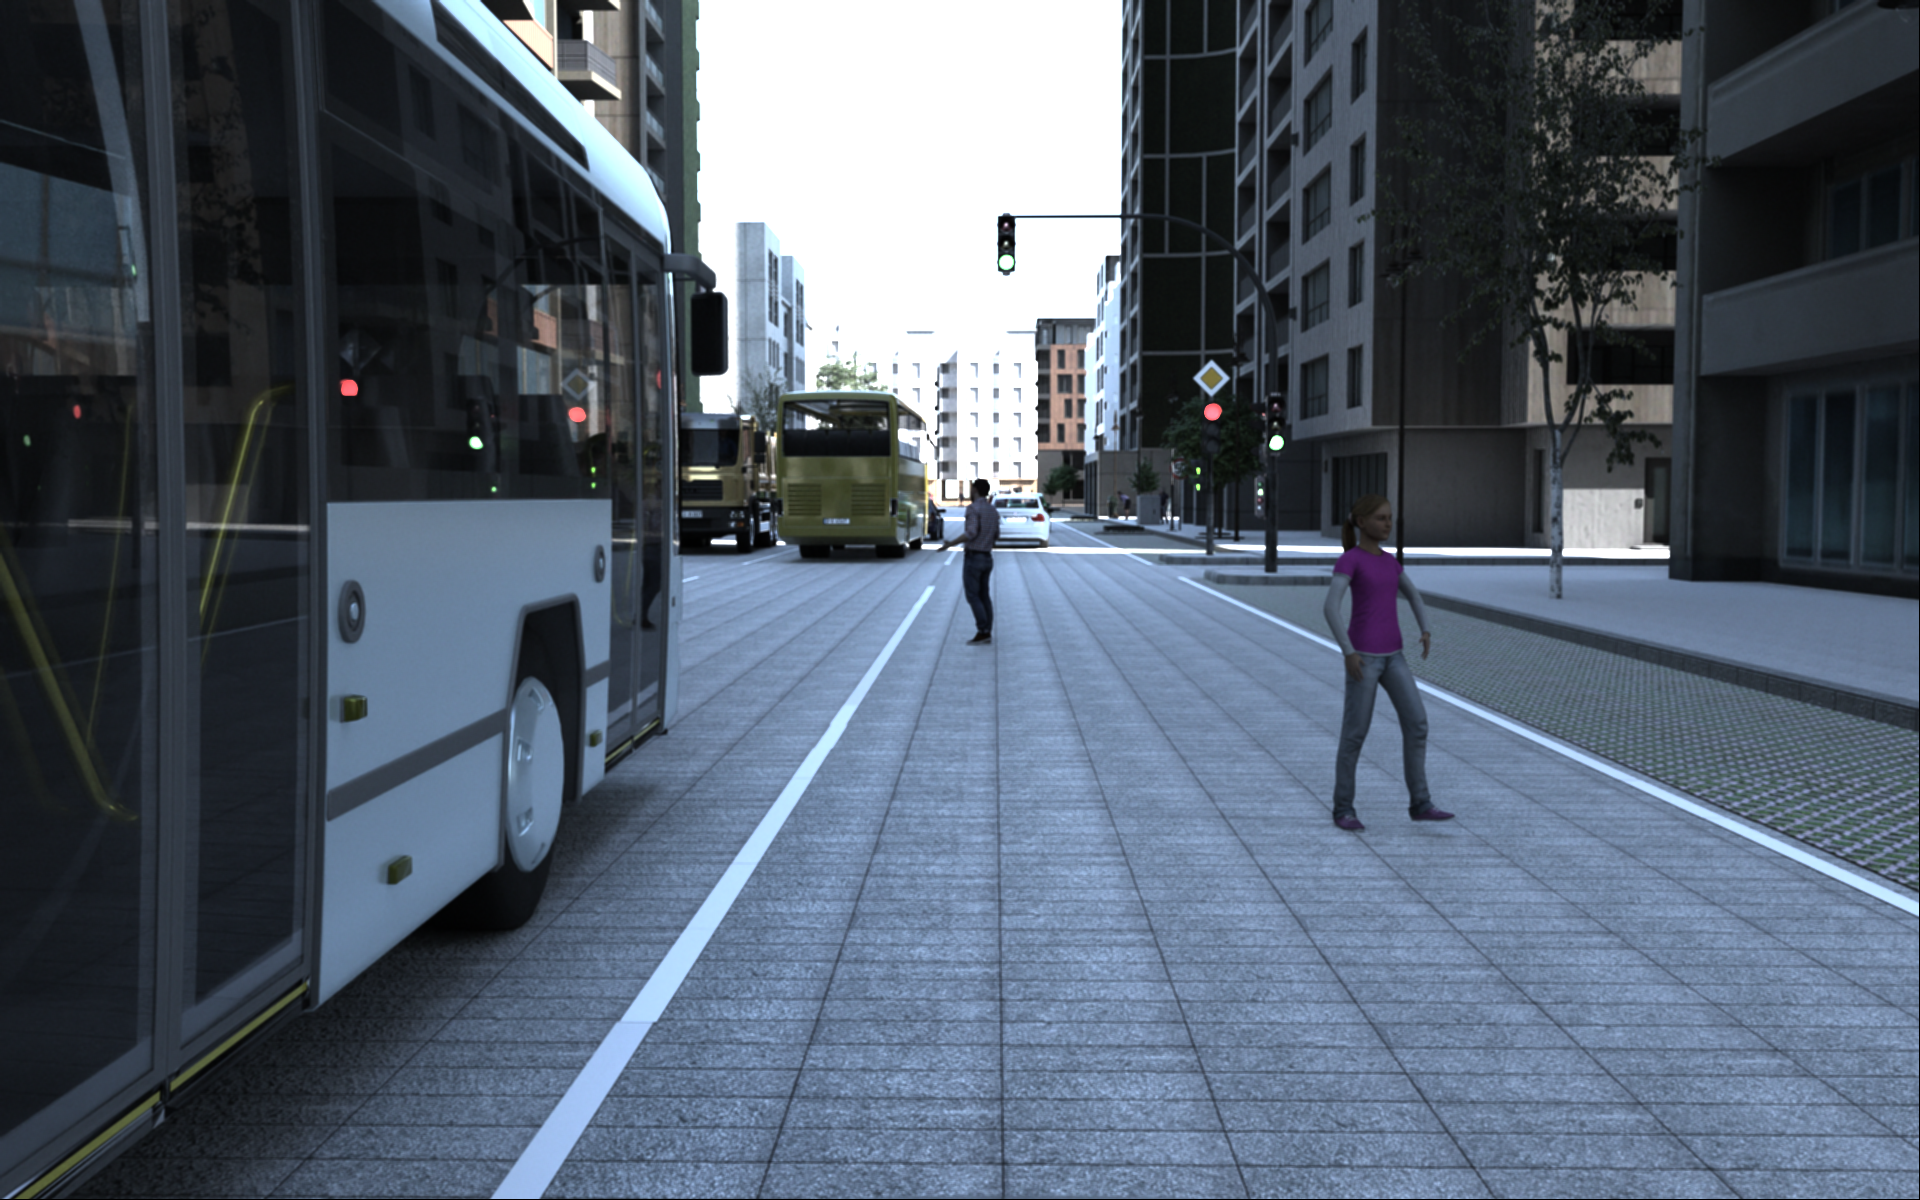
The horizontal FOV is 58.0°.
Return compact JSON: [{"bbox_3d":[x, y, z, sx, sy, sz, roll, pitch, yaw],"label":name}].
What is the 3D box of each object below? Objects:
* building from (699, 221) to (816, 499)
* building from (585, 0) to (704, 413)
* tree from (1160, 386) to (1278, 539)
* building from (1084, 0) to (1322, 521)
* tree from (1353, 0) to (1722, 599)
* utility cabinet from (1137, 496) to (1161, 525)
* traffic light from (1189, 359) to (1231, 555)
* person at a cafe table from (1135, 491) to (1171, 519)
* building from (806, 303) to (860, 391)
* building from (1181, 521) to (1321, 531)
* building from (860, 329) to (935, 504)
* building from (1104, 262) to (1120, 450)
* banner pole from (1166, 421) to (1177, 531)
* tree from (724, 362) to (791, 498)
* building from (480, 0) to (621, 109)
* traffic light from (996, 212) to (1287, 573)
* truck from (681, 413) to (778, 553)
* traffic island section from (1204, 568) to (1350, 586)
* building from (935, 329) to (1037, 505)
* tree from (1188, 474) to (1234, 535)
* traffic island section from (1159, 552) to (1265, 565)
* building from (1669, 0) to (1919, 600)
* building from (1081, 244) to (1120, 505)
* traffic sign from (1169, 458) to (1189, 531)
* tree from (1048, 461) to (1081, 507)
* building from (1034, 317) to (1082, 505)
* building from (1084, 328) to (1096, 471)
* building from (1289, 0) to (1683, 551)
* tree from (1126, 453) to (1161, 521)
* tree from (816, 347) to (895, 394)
[{"bbox_3d":[-20.666,-16.018,128.346,16.747,18.905,31.486,0,4,1],"label":"building"},{"bbox_3d":[-20.293,-24.313,81.118,14.154,41.232,14.086,0,4,1],"label":"building"},{"bbox_3d":[7.481,-4.057,50.049,4.285,4.588,4.351,0,3,0],"label":"tree"},{"bbox_3d":[18.045,-40.443,99.497,20.563,71.187,20.611,0,4,1],"label":"building"},{"bbox_3d":[7.146,-4.314,20.900,4.360,8.622,3.978,0,3,0],"label":"tree"},{"bbox_3d":[7.845,-3.719,71.970,1.020,1.237,0.306,-2,4,-27],"label":"utility cabinet"},{"bbox_3d":[5.221,-2.893,36.225,0.839,4.253,0.868,0,4,1],"label":"traffic light"},{"bbox_3d":[10.125,-4.950,89.443,1.622,1.524,1.698,2,4,28],"label":"person at a cafe table"},{"bbox_3d":[-16.890,-19.648,177.666,11.380,20.091,16.016,0,4,1],"label":"building"},{"bbox_3d":[19.643,-38.208,62.959,20.563,71.187,20.611,0,4,1],"label":"building"},{"bbox_3d":[-8.300,-21.331,205.184,11.380,20.091,16.016,0,4,1],"label":"building"},{"bbox_3d":[19.476,-17.091,135.858,16.016,20.091,11.380,0,4,1],"label":"building"},{"bbox_3d":[7.288,-4.249,59.488,0.401,3.779,0.863,0,4,5],"label":"banner pole"},{"bbox_3d":[-10.935,-8.879,95.532,4.360,8.622,3.978,0,3,0],"label":"tree"},{"bbox_3d":[-22.784,-24.282,51.632,22.147,44.769,28.867,0,4,1],"label":"building"},{"bbox_3d":[2.969,-3.271,28.142,4.771,5.953,1.251,0,4,1],"label":"traffic light"},{"bbox_3d":[-6.285,-2.946,44.095,3.469,3.379,9.791,0,4,0],"label":"truck"},{"bbox_3d":[5.103,-0.372,28.355,2.009,0.180,2.903,0,4,1],"label":"traffic island section"},{"bbox_3d":[3.240,-21.322,205.031,11.380,20.091,16.016,0,4,1],"label":"building"},{"bbox_3d":[7.897,-3.671,54.625,1.663,3.219,1.824,0,3,0],"label":"tree"},{"bbox_3d":[5.261,-0.860,36.339,2.009,0.180,2.903,0,4,1],"label":"traffic island section"},{"bbox_3d":[21.179,-23.876,14.075,21.300,48.544,21.600,0,4,1],"label":"building"},{"bbox_3d":[26.125,-19.185,157.657,27.936,21.610,32.646,0,4,1],"label":"building"},{"bbox_3d":[7.735,-3.716,60.868,0.768,2.556,0.104,0,4,6],"label":"traffic sign"},{"bbox_3d":[10.347,-11.501,171.759,4.285,4.588,4.351,0,3,0],"label":"tree"},{"bbox_3d":[25.368,-22.421,210.565,32.646,21.610,27.936,0,4,1],"label":"building"},{"bbox_3d":[21.074,-19.777,179.779,16.016,20.091,11.380,0,4,1],"label":"building"},{"bbox_3d":[16.670,-16.665,44.180,14.107,30.474,14.160,0,4,1],"label":"building"},{"bbox_3d":[8.622,-5.328,81.709,1.663,3.219,1.824,0,3,0],"label":"tree"},{"bbox_3d":[-10.432,-14.908,150.400,9.857,13.997,8.962,0,3,0],"label":"tree"}]
